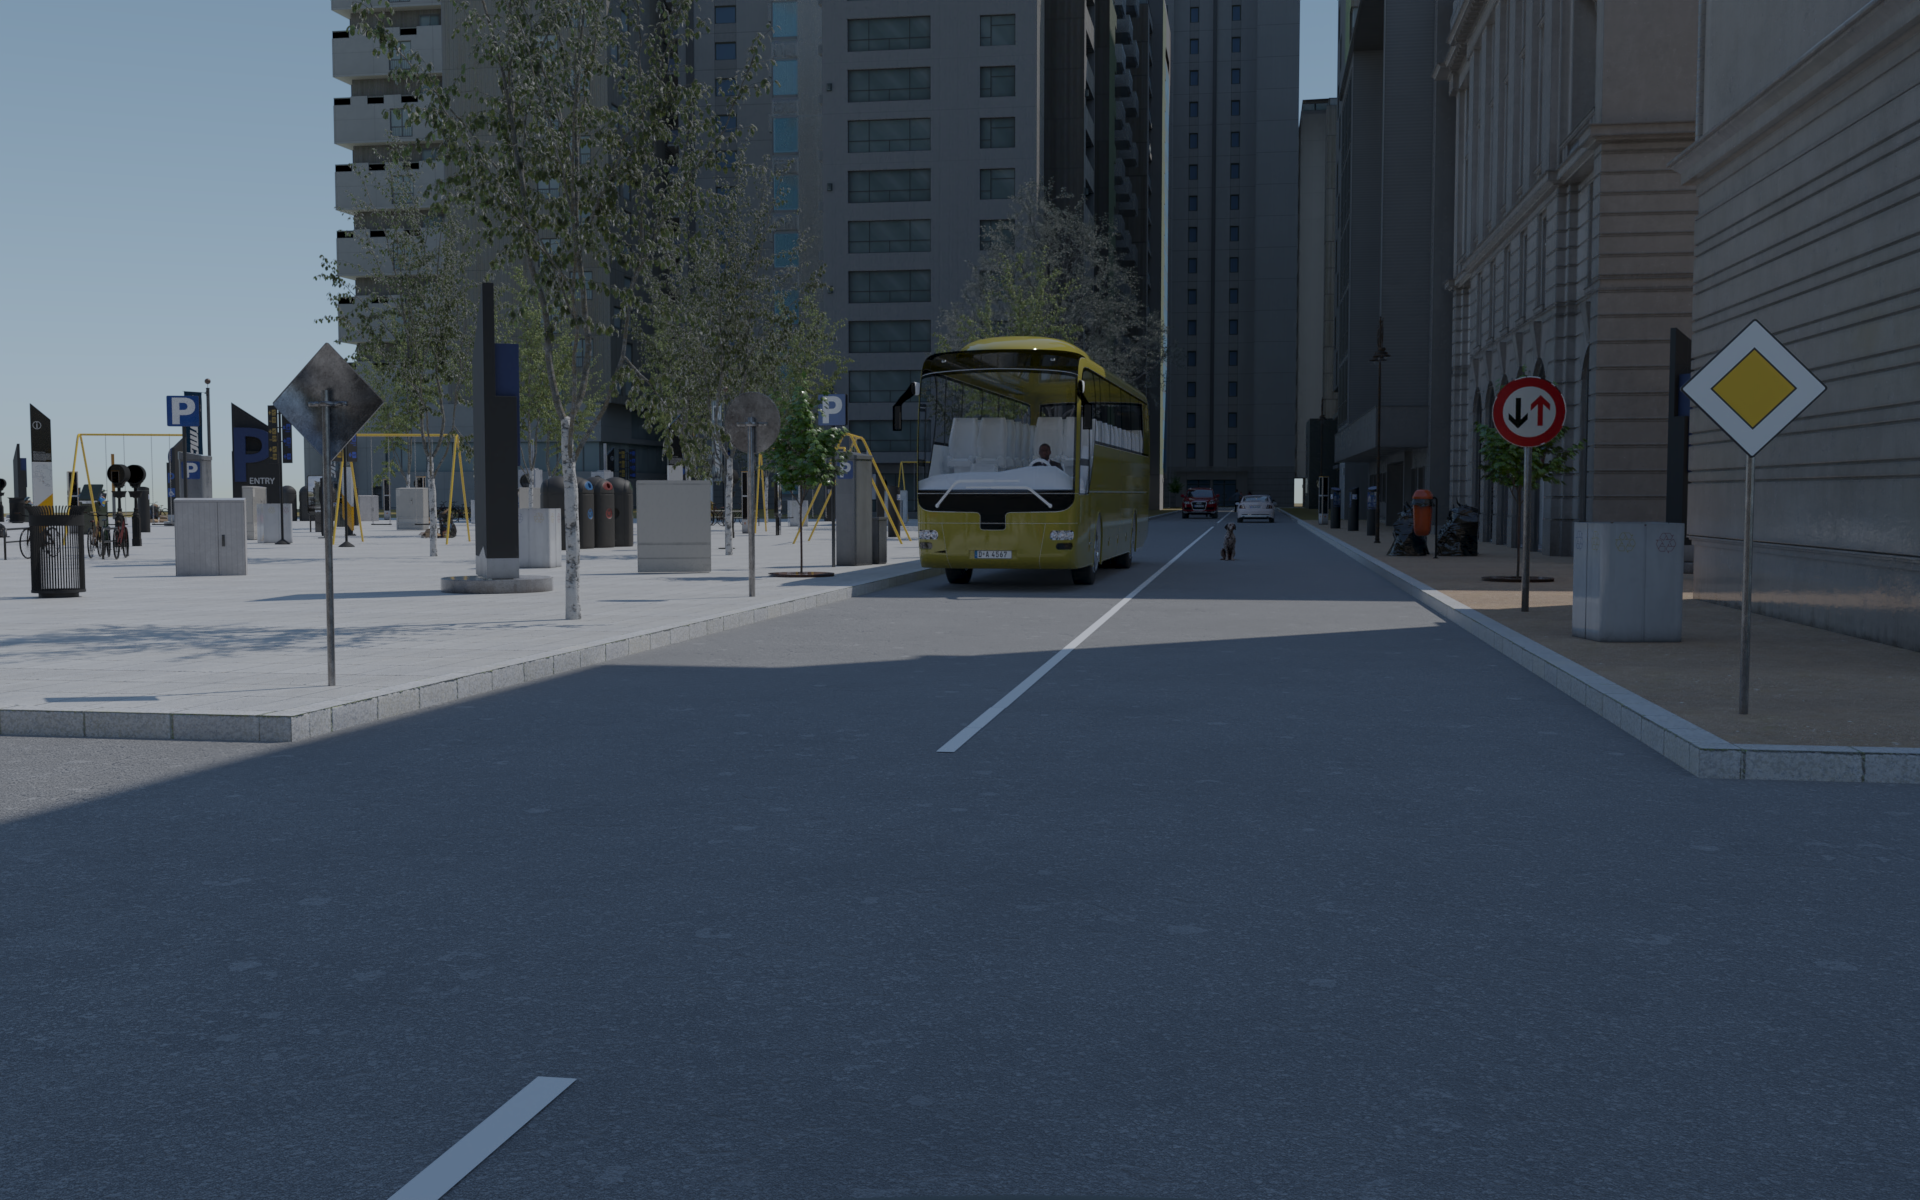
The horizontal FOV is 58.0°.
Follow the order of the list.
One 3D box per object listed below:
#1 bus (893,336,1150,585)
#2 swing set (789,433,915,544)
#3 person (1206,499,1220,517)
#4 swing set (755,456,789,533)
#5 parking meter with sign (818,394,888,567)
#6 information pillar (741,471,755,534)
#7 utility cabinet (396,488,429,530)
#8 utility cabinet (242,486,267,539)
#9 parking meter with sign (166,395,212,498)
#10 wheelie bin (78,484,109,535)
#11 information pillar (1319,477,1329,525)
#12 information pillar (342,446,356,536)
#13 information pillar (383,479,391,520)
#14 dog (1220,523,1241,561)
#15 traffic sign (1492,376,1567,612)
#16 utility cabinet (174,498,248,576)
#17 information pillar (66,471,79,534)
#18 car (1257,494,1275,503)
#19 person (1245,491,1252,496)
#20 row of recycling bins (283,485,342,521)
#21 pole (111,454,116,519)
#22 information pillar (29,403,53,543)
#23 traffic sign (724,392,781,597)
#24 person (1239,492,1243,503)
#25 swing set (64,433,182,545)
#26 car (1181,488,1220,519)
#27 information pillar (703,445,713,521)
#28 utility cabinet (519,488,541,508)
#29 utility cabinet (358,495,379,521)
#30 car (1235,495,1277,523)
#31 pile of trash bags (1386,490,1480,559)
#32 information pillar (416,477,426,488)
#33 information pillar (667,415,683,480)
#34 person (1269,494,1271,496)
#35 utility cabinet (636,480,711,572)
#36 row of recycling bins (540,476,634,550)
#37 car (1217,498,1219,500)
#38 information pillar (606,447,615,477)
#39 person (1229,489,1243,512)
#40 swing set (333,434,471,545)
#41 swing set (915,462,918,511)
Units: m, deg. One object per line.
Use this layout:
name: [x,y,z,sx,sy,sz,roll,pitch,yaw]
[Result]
bus: [1.596,-2.395,30.701,2.896,3.916,12.252,1,4,11]
swing set: [-2.805,-2.950,45.856,2.862,2.851,3.119,0,4,3]
person: [15.485,-6.065,107.677,1.348,1.822,0.705,-1,4,-16]
swing set: [-5.126,-3.678,57.763,3.119,2.851,2.862,0,4,1]
parking meter with sign: [-1.872,-2.126,31.026,0.543,3.016,1.738,2,4,25]
information pillar: [-6.865,-3.159,56.135,0.304,2.012,0.304,3,5,40]
utility cabinet: [-19.249,-3.190,60.842,1.173,1.500,0.318,1,4,22]
utility cabinet: [-19.803,-2.447,48.684,0.318,1.500,1.173,0,4,-4]
parking meter with sign: [-13.887,-2.158,31.541,0.543,3.016,1.738,-1,4,-10]
wheelie bin: [-27.475,-2.875,54.910,0.980,1.594,0.693,0,4,4]
information pillar: [15.222,-4.159,72.484,0.304,2.012,0.304,-1,4,-18]
information pillar: [-18.812,-3.783,53.202,0.504,3.616,0.183,3,4,36]
information pillar: [-28.205,-4.941,85.274,0.304,2.012,0.304,-1,4,-12]
dog: [5.913,-1.267,37.559,0.513,0.831,0.800,3,4,39]
traffic sign: [6.167,-1.145,18.825,0.768,2.556,0.104,1,4,16]
utility cabinet: [-11.779,-0.983,27.239,1.020,1.237,0.306,-1,4,-17]
information pillar: [-28.680,-3.151,56.005,0.304,2.012,0.304,-2,4,-34]
car: [21.072,-6.687,121.330,2.014,1.417,4.499,0,4,8]
person: [22.378,-7.611,134.408,0.593,1.643,0.415,1,4,9]
row of recycling bins: [-30.549,-4.608,82.449,3.534,1.692,1.069,-2,4,-28]
pole: [-42.901,-5.744,87.762,0.158,3.312,0.155,0,3,0]
information pillar: [-23.801,-3.274,44.878,0.504,3.616,0.183,-3,5,-43]
traffic sign: [-2.601,-1.314,21.583,0.768,2.556,0.104,1,4,18]
person: [24.374,-8.562,149.960,0.415,1.643,0.593,-3,5,-41]
swing set: [-21.191,-2.896,44.973,3.119,2.851,2.862,-1,4,-9]
car: [14.195,-5.726,102.292,2.281,1.827,5.304,1,4,9]
information pillar: [-12.028,-5.595,82.829,0.504,3.616,0.183,1,4,19]
utility cabinet: [-14.749,-3.104,59.433,0.318,1.500,1.173,3,4,37]
utility cabinet: [-27.944,-4.314,81.703,0.306,1.237,1.020,3,4,38]
car: [15.006,-4.615,87.815,2.083,1.381,4.827,1,4,10]
pile of trash bags: [9.761,-1.597,35.863,1.912,1.369,3.447,1,4,21]
information pillar: [-22.722,-4.193,73.053,0.304,2.012,0.304,0,3,0]
information pillar: [-8.269,-3.608,50.343,0.504,3.616,0.183,-3,5,-42]
person: [22.971,-7.207,129.564,0.421,1.427,0.697,-2,4,-35]
utility cabinet: [-4.649,-1.190,28.138,1.173,1.500,0.318,-1,4,-12]
row of recycling bins: [-8.843,-2.072,40.986,1.069,1.692,3.534,1,4,17]
car: [19.203,-7.753,135.801,2.155,1.783,4.494,1,4,11]
information pillar: [-17.437,-5.818,86.484,0.183,3.616,0.504,3,4,36]
person: [21.981,-7.894,137.558,1.348,1.826,0.705,-1,4,-18]
swing set: [-14.662,-2.908,45.170,3.119,2.851,2.862,0,4,-4]
swing set: [-1.323,-5.252,83.485,3.119,2.851,2.862,-1,4,-14]
